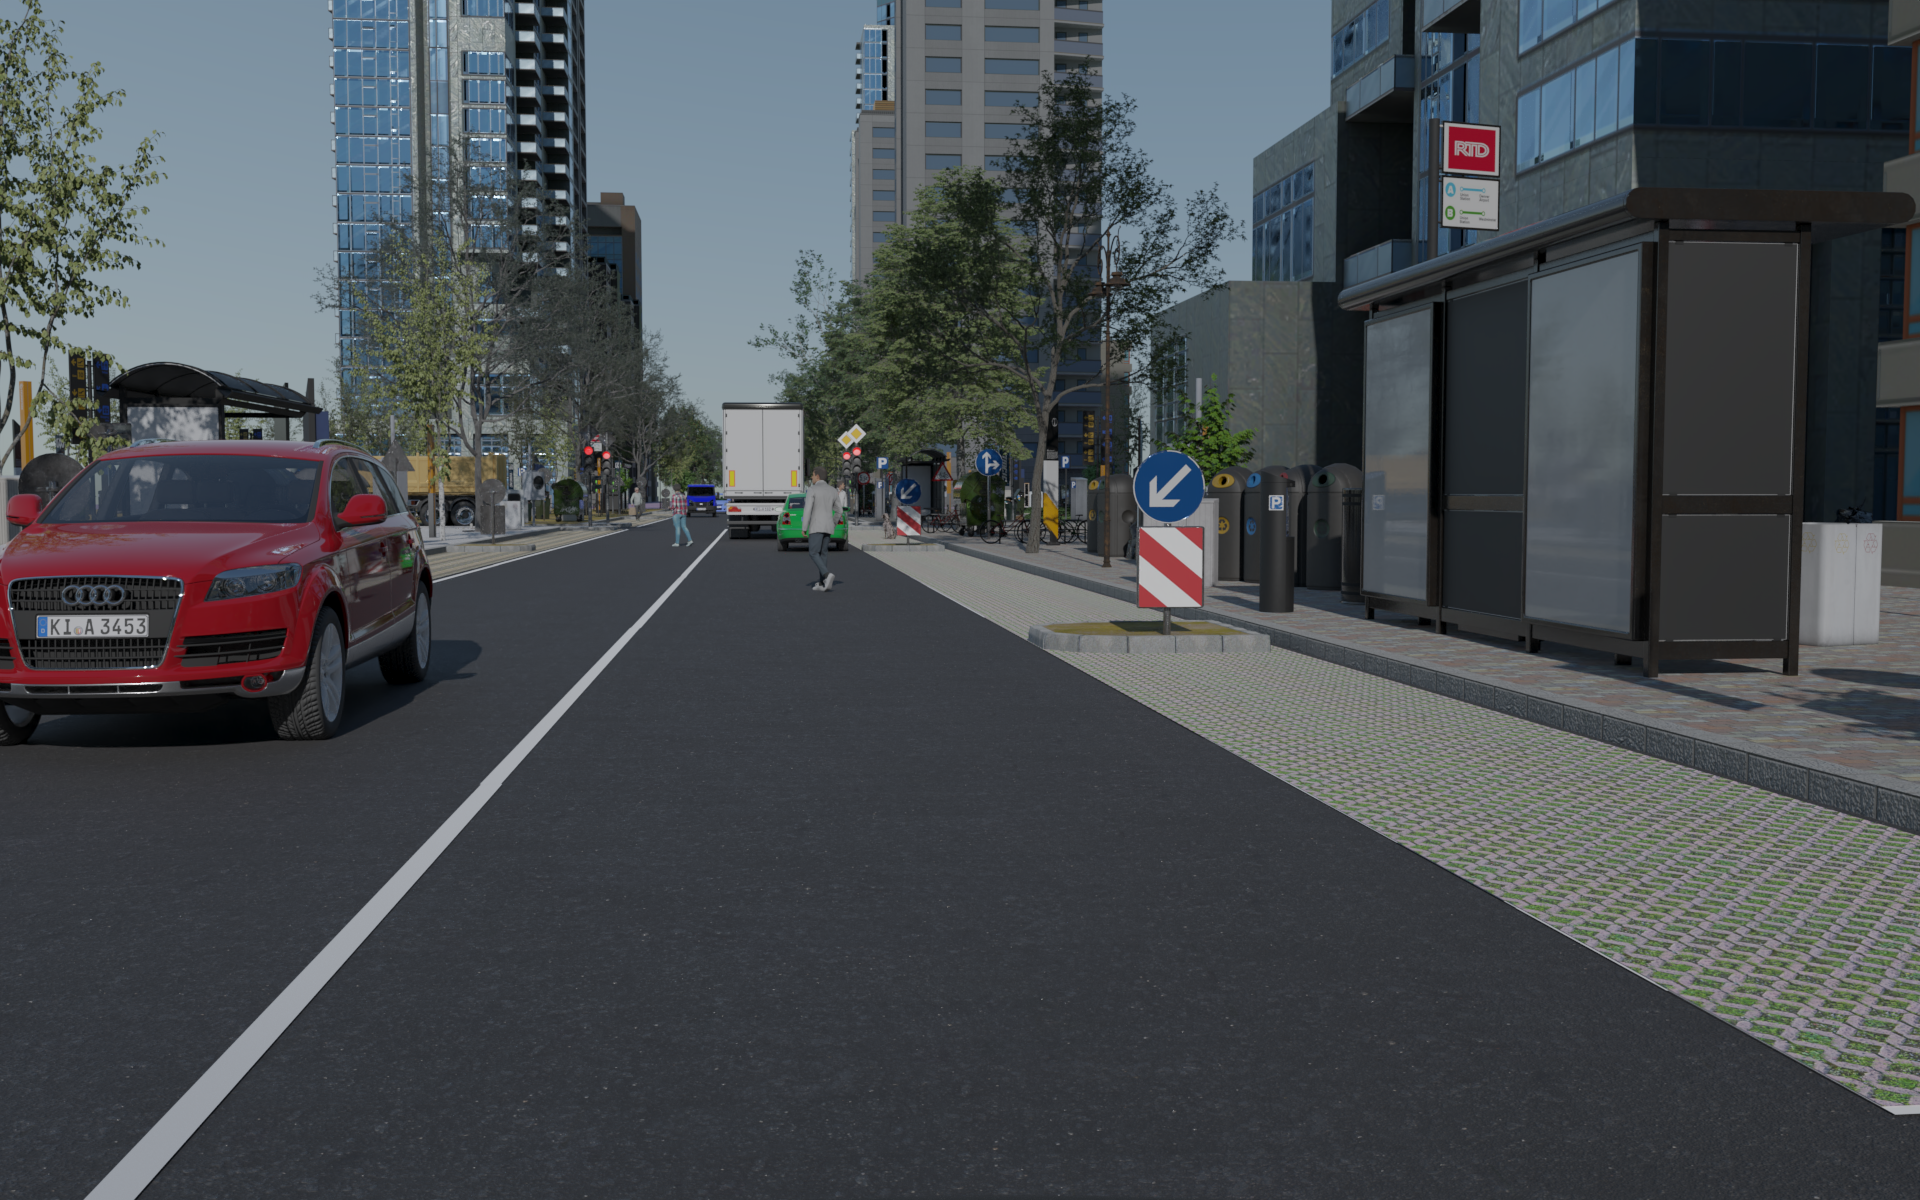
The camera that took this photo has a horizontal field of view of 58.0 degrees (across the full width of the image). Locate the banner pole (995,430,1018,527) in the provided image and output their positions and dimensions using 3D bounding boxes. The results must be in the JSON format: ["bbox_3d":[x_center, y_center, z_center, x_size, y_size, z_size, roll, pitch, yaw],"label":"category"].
[{"bbox_3d":[1.865,-4.728,67.316,0.863,3.779,0.401,-2,4,-27],"label":"banner pole"}]

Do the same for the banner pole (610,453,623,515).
[{"bbox_3d":[-22.610,-7.575,113.862,0.863,3.779,0.401,-2,4,-26],"label":"banner pole"}]

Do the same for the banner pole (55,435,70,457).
[{"bbox_3d":[-33.534,-4.577,64.859,0.401,3.779,0.863,1,4,15],"label":"banner pole"}]

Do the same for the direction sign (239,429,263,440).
[{"bbox_3d":[-24.541,-4.161,60.033,0.876,3.537,0.379,1,4,12],"label":"direction sign"}]

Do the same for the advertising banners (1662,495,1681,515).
[{"bbox_3d":[7.544,-1.378,18.712,0.090,3.025,2.074,0,4,-3],"label":"advertising banners"}]

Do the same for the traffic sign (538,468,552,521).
[{"bbox_3d":[-20.097,-5.109,83.636,0.768,2.556,0.104,0,4,1],"label":"traffic sign"}]

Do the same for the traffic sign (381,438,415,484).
[{"bbox_3d":[-13.195,-2.478,40.519,0.884,2.594,0.081,0,4,-4],"label":"traffic sign"}]

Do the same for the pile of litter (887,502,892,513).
[{"bbox_3d":[-4.495,-6.234,115.891,1.176,0.858,1.719,0,4,1],"label":"pile of litter"}]

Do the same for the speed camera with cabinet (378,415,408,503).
[{"bbox_3d":[-14.936,-3.004,43.450,2.038,3.252,0.660,1,4,10],"label":"speed camera with cabinet"}]

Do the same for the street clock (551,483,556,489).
[{"bbox_3d":[-26.115,-6.557,111.784,0.358,2.002,0.471,3,5,42],"label":"street clock"}]

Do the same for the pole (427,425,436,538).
[{"bbox_3d":[-15.517,-3.488,50.865,0.158,3.312,0.155,0,3,0],"label":"pole"}]

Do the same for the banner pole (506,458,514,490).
[{"bbox_3d":[-31.408,-7.993,120.703,0.401,3.779,0.863,3,4,36],"label":"banner pole"}]

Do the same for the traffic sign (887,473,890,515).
[{"bbox_3d":[-4.359,-6.480,105.959,0.884,2.594,0.081,0,4,-2],"label":"traffic sign"}]

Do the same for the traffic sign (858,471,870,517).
[{"bbox_3d":[-5.376,-5.911,96.746,0.768,2.556,0.104,0,4,2],"label":"traffic sign"}]

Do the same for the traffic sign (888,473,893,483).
[{"bbox_3d":[-3.966,-6.397,104.702,0.768,2.556,0.104,0,4,-1],"label":"traffic sign"}]

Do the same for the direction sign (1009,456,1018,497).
[{"bbox_3d":[3.071,-6.823,103.552,0.876,3.537,0.379,-2,4,-28],"label":"direction sign"}]

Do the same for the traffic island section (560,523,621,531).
[{"bbox_3d":[-14.595,-2.813,68.273,2.009,0.180,2.903,0,4,-7],"label":"traffic island section"}]

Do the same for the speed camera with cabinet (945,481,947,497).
[{"bbox_3d":[-1.844,-9.032,142.013,2.038,3.252,0.660,1,4,21],"label":"speed camera with cabinet"}]

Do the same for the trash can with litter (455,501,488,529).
[{"bbox_3d":[-17.378,-3.214,63.600,1.678,1.210,2.233,-3,5,-43],"label":"trash can with litter"}]

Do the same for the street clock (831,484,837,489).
[{"bbox_3d":[-9.346,-7.577,128.458,0.471,2.002,0.358,3,5,44],"label":"street clock"}]

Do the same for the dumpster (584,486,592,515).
[{"bbox_3d":[-22.874,-6.027,104.296,1.264,1.857,1.865,0,4,-7],"label":"dumpster"}]

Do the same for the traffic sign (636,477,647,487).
[{"bbox_3d":[-23.275,-7.735,126.565,0.768,2.556,0.104,0,4,2],"label":"traffic sign"}]

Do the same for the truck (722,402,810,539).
[{"bbox_3d":[-6.499,-4.257,58.520,2.839,4.237,11.283,0,4,-5],"label":"truck"}]

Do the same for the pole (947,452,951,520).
[{"bbox_3d":[-0.539,-5.522,84.131,0.158,3.312,0.155,0,3,0],"label":"pole"}]

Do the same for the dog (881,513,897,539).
[{"bbox_3d":[-2.268,-2.322,54.803,0.513,0.831,0.800,0,4,2],"label":"dog"}]

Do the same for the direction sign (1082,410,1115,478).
[{"bbox_3d":[3.742,-3.371,47.110,0.876,3.537,0.379,-1,4,-18],"label":"direction sign"}]

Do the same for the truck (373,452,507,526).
[{"bbox_3d":[-23.906,-4.626,71.562,9.791,3.379,3.469,0,4,-5],"label":"truck"}]

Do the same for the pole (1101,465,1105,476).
[{"bbox_3d":[4.196,-3.457,50.367,0.158,3.312,0.155,0,3,0],"label":"pole"}]

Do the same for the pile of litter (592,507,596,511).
[{"bbox_3d":[-28.021,-7.405,135.042,1.719,0.858,1.176,0,4,-7],"label":"pile of litter"}]

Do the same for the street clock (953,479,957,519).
[{"bbox_3d":[-0.142,-4.958,85.636,0.358,2.002,0.471,-3,4,-36],"label":"street clock"}]

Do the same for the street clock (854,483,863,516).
[{"bbox_3d":[-5.845,-5.815,99.647,0.471,2.002,0.358,0,4,-2],"label":"street clock"}]

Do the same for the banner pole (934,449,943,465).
[{"bbox_3d":[-1.043,-6.576,97.527,0.401,3.779,0.863,-1,4,-13],"label":"banner pole"}]

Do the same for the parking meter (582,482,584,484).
[{"bbox_3d":[-18.258,-4.728,83.019,0.399,1.863,0.255,1,4,13],"label":"parking meter"}]

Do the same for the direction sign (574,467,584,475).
[{"bbox_3d":[-31.319,-9.196,142.345,0.876,3.537,0.379,1,4,9],"label":"direction sign"}]

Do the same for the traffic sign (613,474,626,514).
[{"bbox_3d":[-21.749,-6.748,110.332,0.884,2.594,0.081,0,4,-6],"label":"traffic sign"}]

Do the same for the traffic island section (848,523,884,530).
[{"bbox_3d":[-4.123,-2.887,69.479,2.009,0.180,2.903,0,4,-7],"label":"traffic island section"}]

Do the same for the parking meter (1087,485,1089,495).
[{"bbox_3d":[7.519,-5.950,102.989,0.255,1.863,0.399,-2,4,-34],"label":"parking meter"}]

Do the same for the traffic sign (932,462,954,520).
[{"bbox_3d":[-0.697,-4.278,69.952,0.884,2.594,0.081,0,4,2],"label":"traffic sign"}]

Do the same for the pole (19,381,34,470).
[{"bbox_3d":[-16.868,-2.294,31.354,0.158,3.312,0.155,0,3,0],"label":"pole"}]

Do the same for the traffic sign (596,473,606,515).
[{"bbox_3d":[-21.522,-6.358,104.052,0.768,2.556,0.104,0,4,1],"label":"traffic sign"}]

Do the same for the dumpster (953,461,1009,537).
[{"bbox_3d":[0.640,-3.044,52.265,1.502,2.255,1.985,0,4,-6],"label":"dumpster"}]

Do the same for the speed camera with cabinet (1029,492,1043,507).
[{"bbox_3d":[5.598,-7.578,118.242,2.038,3.252,0.660,-1,4,-16],"label":"speed camera with cabinet"}]

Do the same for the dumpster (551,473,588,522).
[{"bbox_3d":[-18.051,-4.739,79.969,1.502,2.255,1.985,0,4,-6],"label":"dumpster"}]

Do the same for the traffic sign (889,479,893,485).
[{"bbox_3d":[-3.869,-6.362,104.015,0.884,2.594,0.081,0,4,-1],"label":"traffic sign"}]

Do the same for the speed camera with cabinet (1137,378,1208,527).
[{"bbox_3d":[3.718,-2.199,30.283,0.660,3.252,2.038,-1,4,-15],"label":"speed camera with cabinet"}]

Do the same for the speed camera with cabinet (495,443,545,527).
[{"bbox_3d":[-17.002,-4.441,66.944,0.660,3.252,2.038,2,4,34],"label":"speed camera with cabinet"}]

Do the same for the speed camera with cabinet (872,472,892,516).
[{"bbox_3d":[-4.696,-6.590,102.079,0.660,3.252,2.038,-1,4,-15],"label":"speed camera with cabinet"}]

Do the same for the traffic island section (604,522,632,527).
[{"bbox_3d":[-15.515,-3.298,76.205,2.009,0.180,2.903,0,4,-7],"label":"traffic island section"}]

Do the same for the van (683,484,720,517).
[{"bbox_3d":[-16.131,-6.336,107.981,2.240,2.365,5.245,-1,4,-8],"label":"van"}]

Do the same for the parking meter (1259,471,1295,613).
[{"bbox_3d":[3.451,-0.638,18.839,0.372,1.533,0.369,0,3,0],"label":"parking meter"}]

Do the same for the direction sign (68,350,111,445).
[{"bbox_3d":[-13.842,-2.179,27.624,0.379,3.537,0.876,1,4,13],"label":"direction sign"}]

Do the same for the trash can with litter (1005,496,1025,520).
[{"bbox_3d":[2.502,-4.237,80.667,0.624,1.170,1.055,3,5,43],"label":"trash can with litter"}]

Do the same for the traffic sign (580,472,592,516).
[{"bbox_3d":[-21.391,-6.054,99.097,0.768,2.556,0.104,0,4,0],"label":"traffic sign"}]

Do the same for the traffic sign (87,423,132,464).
[{"bbox_3d":[-12.210,-1.394,24.915,0.606,2.300,0.079,0,4,-6],"label":"traffic sign"}]

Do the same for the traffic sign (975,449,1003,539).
[{"bbox_3d":[0.819,-2.987,48.936,0.768,2.556,0.104,0,4,3],"label":"traffic sign"}]

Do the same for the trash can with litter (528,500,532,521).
[{"bbox_3d":[-20.436,-4.262,81.074,0.624,1.170,1.055,-3,4,-37],"label":"trash can with litter"}]
